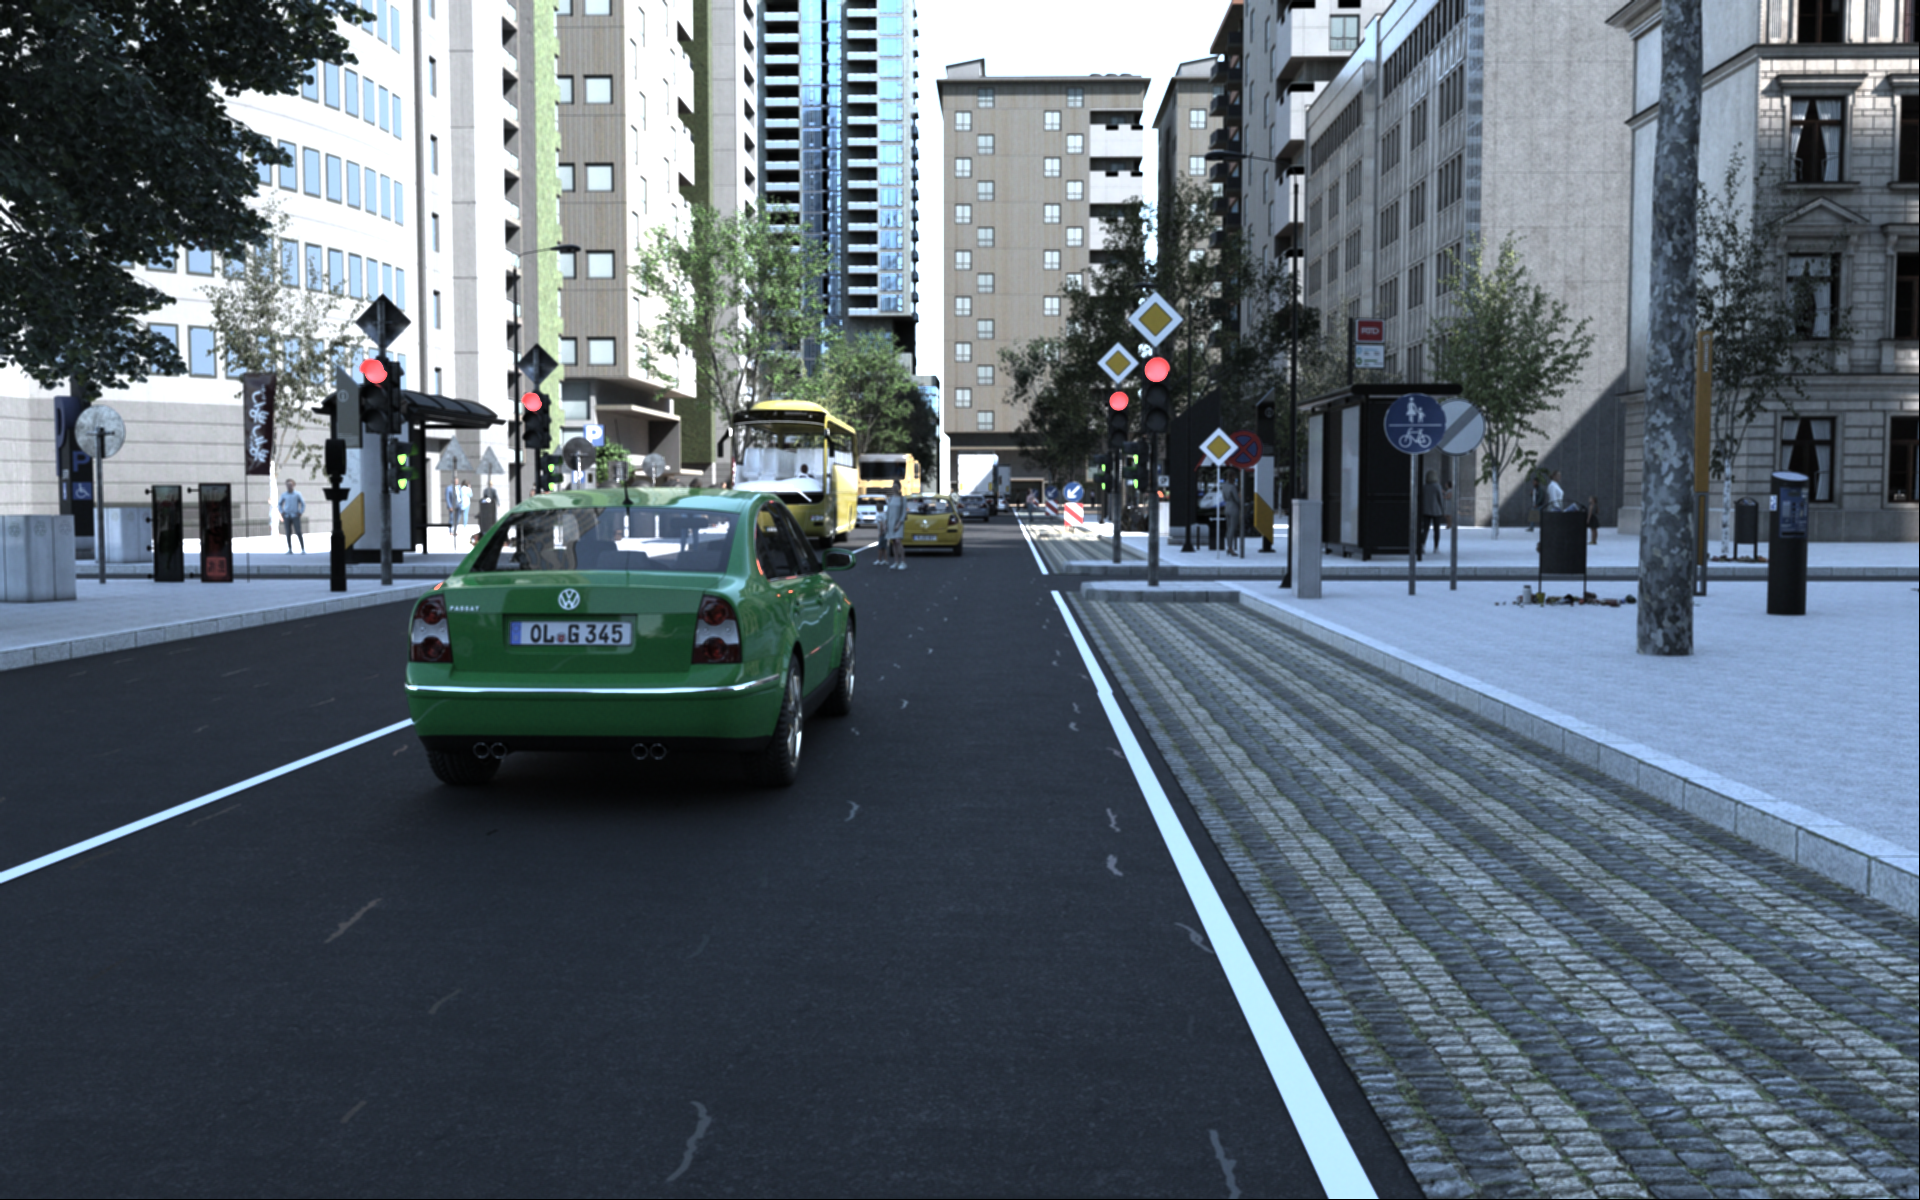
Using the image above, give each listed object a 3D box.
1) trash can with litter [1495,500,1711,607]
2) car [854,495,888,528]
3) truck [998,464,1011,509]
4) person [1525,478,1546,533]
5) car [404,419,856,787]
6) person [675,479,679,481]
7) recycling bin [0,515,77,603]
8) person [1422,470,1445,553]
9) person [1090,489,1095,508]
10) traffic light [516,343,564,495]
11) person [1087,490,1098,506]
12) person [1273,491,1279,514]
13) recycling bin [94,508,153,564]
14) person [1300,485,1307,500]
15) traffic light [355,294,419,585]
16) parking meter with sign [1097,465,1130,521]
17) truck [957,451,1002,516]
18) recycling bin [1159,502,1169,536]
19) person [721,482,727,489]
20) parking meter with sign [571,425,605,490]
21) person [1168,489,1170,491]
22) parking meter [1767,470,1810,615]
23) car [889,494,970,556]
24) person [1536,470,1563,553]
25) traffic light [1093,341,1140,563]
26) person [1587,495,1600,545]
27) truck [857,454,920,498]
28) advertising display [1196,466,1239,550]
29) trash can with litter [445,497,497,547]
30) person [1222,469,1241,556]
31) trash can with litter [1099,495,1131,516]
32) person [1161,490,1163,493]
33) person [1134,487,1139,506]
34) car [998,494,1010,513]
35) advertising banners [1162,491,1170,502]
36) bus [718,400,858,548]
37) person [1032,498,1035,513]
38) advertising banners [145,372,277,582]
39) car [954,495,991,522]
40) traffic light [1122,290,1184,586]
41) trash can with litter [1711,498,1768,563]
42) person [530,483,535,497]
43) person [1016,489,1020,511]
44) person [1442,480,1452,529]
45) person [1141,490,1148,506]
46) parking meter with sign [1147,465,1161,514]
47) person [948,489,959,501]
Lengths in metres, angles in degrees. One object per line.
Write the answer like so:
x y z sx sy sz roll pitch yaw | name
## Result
7.416 -0.554 20.113 2.233 1.210 1.678 1 4 20 | trash can with litter
-3.798 -3.831 74.642 2.014 1.417 4.499 0 4 1 | car
3.492 -10.815 165.746 2.839 4.237 11.283 0 4 1 | truck
19.078 -3.133 57.252 0.713 1.824 0.794 1 4 12 | person
-1.634 -0.066 9.881 1.959 1.807 4.718 0 4 2 | car
-11.338 -3.925 69.583 0.474 1.900 0.648 -2 4 -34 | person
-11.170 -0.504 20.802 0.722 1.027 0.722 1 4 18 | recycling bin
10.111 -1.910 37.460 0.709 1.800 0.728 3 4 36 | person
12.063 -9.268 158.505 0.436 1.711 0.756 3 5 39 | person
-7.863 -2.654 32.318 0.839 4.253 0.868 0 4 2 | traffic light
13.797 -10.588 179.877 1.217 1.735 0.721 -1 4 -18 | person
20.034 -6.443 111.515 1.348 1.807 0.705 2 4 34 | person
-15.566 -1.203 32.230 0.722 1.027 0.722 1 4 19 | recycling bin
19.194 -5.533 96.932 0.576 1.772 0.534 3 4 37 | person
-8.076 -2.166 24.336 0.839 4.253 0.868 0 4 2 | traffic light
7.469 -5.303 82.961 1.738 3.016 0.543 0 4 -4 | parking meter with sign
1.301 -7.880 117.745 2.839 4.237 11.283 0 4 3 | truck
6.501 -2.528 53.886 0.722 1.027 0.722 1 4 23 | recycling bin
-10.699 -4.432 78.418 0.656 1.842 0.836 -1 4 -16 | person
-9.328 -2.846 42.795 0.543 3.016 1.738 1 4 10 | parking meter with sign
14.177 -6.748 117.842 0.415 1.643 0.593 3 5 42 | person
8.827 -0.614 18.458 0.372 1.533 0.369 0 3 0 | parking meter
-0.780 -1.908 41.412 2.015 1.641 3.980 0 4 1 | car
12.727 -1.896 37.263 0.641 1.798 0.478 3 4 39 | person
2.895 -2.638 32.048 0.839 4.253 0.868 0 4 2 | traffic light
16.055 -2.038 44.031 0.362 1.253 0.373 -3 5 -44 | person
-3.525 -5.480 85.529 3.469 3.379 9.791 0 4 2 | truck
5.888 -2.105 39.626 0.974 1.923 0.123 1 4 11 | advertising display
-11.317 -1.899 42.107 2.233 1.210 1.678 3 4 36 | trash can with litter
5.700 -1.810 35.918 0.573 1.790 0.520 -3 4 -39 | person
8.901 -5.575 102.210 1.678 1.210 2.233 -1 4 -19 | trash can with litter
20.063 -10.080 171.676 1.217 1.723 0.721 0 4 -1 | person
12.360 -7.041 121.239 0.705 1.814 1.350 0 4 -2 | person
2.768 -7.302 131.382 2.014 1.417 4.499 0 4 3 | car
9.378 -4.628 71.858 2.074 3.025 0.090 0 4 6 | advertising banners
-4.543 -3.516 49.026 2.896 3.916 12.252 0 4 0 | bus
5.259 -7.197 126.706 0.617 1.759 0.750 -1 4 -18 | person
-10.831 -1.768 25.100 2.074 3.025 0.090 1 4 8 | advertising banners
0.631 -4.799 90.462 2.014 1.417 4.499 0 4 1 | car
2.682 -2.150 24.066 0.839 4.253 0.868 0 4 2 | traffic light
14.800 -1.347 33.079 1.678 1.210 2.233 -1 4 -19 | trash can with litter
-20.024 -4.625 81.632 0.622 1.834 0.822 2 4 33 | person
4.815 -8.331 144.720 0.705 1.823 1.348 0 4 7 | person
17.893 -3.502 63.664 0.532 1.782 0.716 1 4 19 | person
19.407 -10.669 181.193 1.217 1.736 0.721 -2 4 -30 | person
11.532 -6.553 103.399 0.543 3.016 1.738 0 4 -6 | parking meter with sign
-0.591 -7.239 126.938 1.350 1.814 0.705 1 4 21 | person
